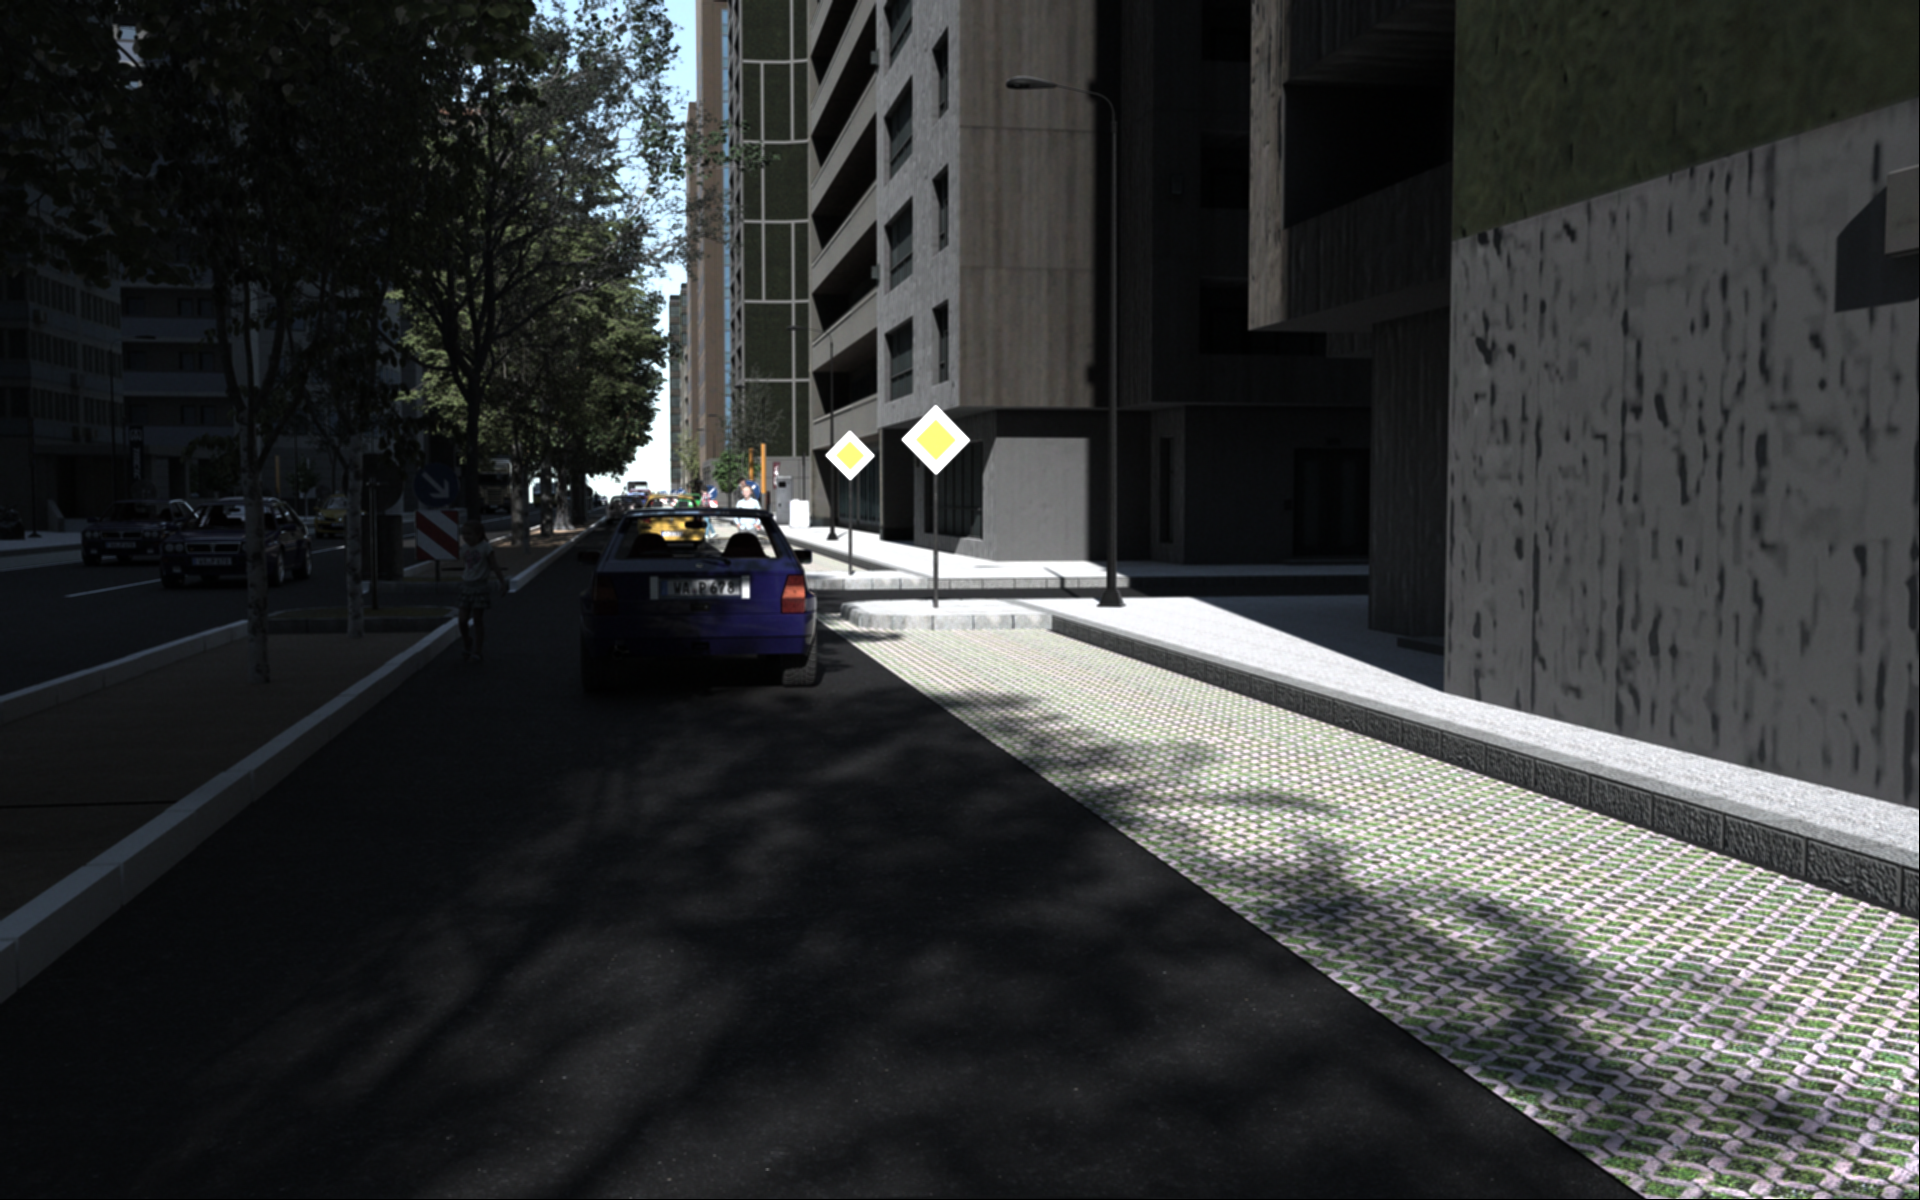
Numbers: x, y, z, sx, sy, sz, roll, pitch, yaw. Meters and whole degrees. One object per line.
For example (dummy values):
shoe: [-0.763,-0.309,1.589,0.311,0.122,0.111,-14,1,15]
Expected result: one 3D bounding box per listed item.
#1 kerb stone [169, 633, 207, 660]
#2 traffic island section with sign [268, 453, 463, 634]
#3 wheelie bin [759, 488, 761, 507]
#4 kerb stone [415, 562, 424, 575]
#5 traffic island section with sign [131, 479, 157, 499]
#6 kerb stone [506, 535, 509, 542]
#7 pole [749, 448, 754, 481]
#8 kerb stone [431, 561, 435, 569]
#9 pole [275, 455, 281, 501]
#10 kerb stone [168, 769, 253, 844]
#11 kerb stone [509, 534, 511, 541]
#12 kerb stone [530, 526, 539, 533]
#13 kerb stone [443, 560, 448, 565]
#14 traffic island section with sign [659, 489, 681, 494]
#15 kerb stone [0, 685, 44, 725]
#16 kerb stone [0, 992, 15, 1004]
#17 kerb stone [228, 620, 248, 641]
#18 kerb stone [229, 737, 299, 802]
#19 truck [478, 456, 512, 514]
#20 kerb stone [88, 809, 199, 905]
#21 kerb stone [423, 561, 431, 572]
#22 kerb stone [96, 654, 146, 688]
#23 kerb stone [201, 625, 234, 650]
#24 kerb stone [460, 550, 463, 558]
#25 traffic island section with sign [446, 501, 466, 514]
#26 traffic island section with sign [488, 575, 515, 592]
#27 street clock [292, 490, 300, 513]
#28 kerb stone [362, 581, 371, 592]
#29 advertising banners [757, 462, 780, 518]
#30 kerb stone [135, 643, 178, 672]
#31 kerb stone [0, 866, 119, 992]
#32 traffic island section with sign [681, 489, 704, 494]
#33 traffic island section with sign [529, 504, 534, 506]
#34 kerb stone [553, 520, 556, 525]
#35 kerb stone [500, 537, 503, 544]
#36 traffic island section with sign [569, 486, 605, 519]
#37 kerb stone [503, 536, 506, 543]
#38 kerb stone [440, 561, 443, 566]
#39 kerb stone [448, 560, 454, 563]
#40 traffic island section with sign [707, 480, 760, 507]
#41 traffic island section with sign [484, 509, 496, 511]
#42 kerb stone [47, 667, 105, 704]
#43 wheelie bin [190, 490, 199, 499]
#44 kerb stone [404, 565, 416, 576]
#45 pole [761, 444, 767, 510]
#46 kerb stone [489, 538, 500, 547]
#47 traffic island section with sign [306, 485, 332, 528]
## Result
kerb stone: [-6.820,0.429,15.197,0.120,0.150,1.000,-1,4,-10]
traffic island section with sign: [-6.412,-0.643,18.656,2.006,1.907,1.989,-1,4,-10]
wheelie bin: [-11.154,-5.386,95.969,0.693,1.594,0.980,2,4,34]
kerb stone: [-9.712,-0.530,30.855,0.120,0.150,1.000,-1,4,-10]
traffic island section with sign: [-21.926,-2.308,46.367,1.989,1.847,2.006,-1,4,-10]
kerb stone: [-13.460,-1.761,50.985,0.120,0.150,1.000,-1,4,-10]
pole: [-9.259,-5.084,76.964,0.158,3.312,0.155,0,3,0]
kerb stone: [-10.091,-0.652,32.864,0.120,0.150,1.000,-1,4,-10]
pole: [-35.942,-5.960,91.290,0.158,3.312,0.155,0,3,0]
kerb stone: [-3.254,0.898,7.520,0.120,0.150,1.000,-1,4,-10]
kerb stone: [-13.655,-1.820,51.998,0.120,0.150,1.000,-1,4,-10]
kerb stone: [-16.270,-2.686,66.110,0.120,0.150,1.000,-1,4,-10]
kerb stone: [-10.469,-0.776,34.875,0.120,0.150,1.000,-1,4,-10]
traffic island section with sign: [-25.256,-8.783,152.224,1.989,1.847,2.006,-1,4,-10]
kerb stone: [-6.063,0.674,11.179,0.120,0.150,1.000,-1,4,-10]
kerb stone: [-2.687,1.087,4.488,0.120,0.150,1.000,-1,4,-10]
kerb stone: [-7.181,0.309,17.213,0.120,0.150,1.000,-1,4,-10]
kerb stone: [-3.435,0.835,8.537,0.120,0.150,1.000,-1,4,-10]
truck: [-34.235,-8.536,128.480,2.839,4.237,11.283,-1,4,-11]
kerb stone: [-3.061,0.959,6.509,0.120,0.150,1.000,-1,4,-10]
kerb stone: [-9.902,-0.591,31.859,0.120,0.150,1.000,-1,4,-10]
kerb stone: [-6.427,0.552,13.191,0.120,0.150,1.000,-1,4,-10]
kerb stone: [-6.999,0.366,16.204,0.120,0.150,1.000,-1,4,-10]
kerb stone: [-11.033,-0.960,37.896,0.120,0.150,1.000,-1,4,-10]
traffic island section with sign: [-36.131,-6.983,122.805,1.989,1.847,2.006,-1,4,-10]
traffic island section with sign: [-7.756,-1.089,25.941,2.006,1.907,1.989,-1,4,-10]
street clock: [-31.633,-4.769,82.536,0.471,2.002,0.358,-2,4,-34]
kerb stone: [-8.788,-0.216,25.795,0.120,0.150,1.000,-1,4,-10]
advertising banners: [-10.491,-5.966,93.725,0.090,3.025,2.074,3,5,43]
kerb stone: [-6.627,0.489,14.194,0.120,0.150,1.000,-1,4,-10]
kerb stone: [-2.874,1.022,5.493,0.120,0.150,1.000,-1,4,-10]
traffic island section with sign: [-11.150,-4.143,76.364,1.989,1.847,2.006,-1,4,-10]
traffic island section with sign: [-56.018,-13.527,229.787,1.989,1.847,2.006,-1,4,-10]
kerb stone: [-19.842,-3.858,85.277,0.120,0.150,1.000,-1,4,-10]
kerb stone: [-13.087,-1.638,48.974,0.120,0.150,1.000,-1,4,-10]
traffic island section with sign: [-21.496,-5.607,99.817,2.006,1.907,1.989,-1,4,-10]
kerb stone: [-13.280,-1.699,49.979,0.120,0.150,1.000,-1,4,-10]
kerb stone: [-10.281,-0.712,33.871,0.120,0.150,1.000,-1,4,-10]
kerb stone: [-10.651,-0.837,35.885,0.120,0.150,1.000,-1,4,-10]
traffic island section with sign: [-6.227,-2.522,49.860,1.989,1.847,2.006,-1,4,-10]
traffic island section with sign: [-41.063,-8.604,149.307,1.989,1.847,2.006,-1,4,-10]
kerb stone: [-6.248,0.612,12.184,0.120,0.150,1.000,-1,4,-10]
wheelie bin: [-41.573,-5.281,94.250,0.693,1.594,0.980,-3,4,-37]
kerb stone: [-9.539,-0.463,29.848,0.120,0.150,1.000,-1,4,-10]
pole: [-7.933,-4.659,70.018,0.158,3.312,0.155,0,3,0]
kerb stone: [-12.905,-1.576,47.968,0.120,0.150,1.000,-1,4,-10]
traffic island section with sign: [-26.897,-3.947,73.155,1.989,1.847,2.006,-1,4,-10]
